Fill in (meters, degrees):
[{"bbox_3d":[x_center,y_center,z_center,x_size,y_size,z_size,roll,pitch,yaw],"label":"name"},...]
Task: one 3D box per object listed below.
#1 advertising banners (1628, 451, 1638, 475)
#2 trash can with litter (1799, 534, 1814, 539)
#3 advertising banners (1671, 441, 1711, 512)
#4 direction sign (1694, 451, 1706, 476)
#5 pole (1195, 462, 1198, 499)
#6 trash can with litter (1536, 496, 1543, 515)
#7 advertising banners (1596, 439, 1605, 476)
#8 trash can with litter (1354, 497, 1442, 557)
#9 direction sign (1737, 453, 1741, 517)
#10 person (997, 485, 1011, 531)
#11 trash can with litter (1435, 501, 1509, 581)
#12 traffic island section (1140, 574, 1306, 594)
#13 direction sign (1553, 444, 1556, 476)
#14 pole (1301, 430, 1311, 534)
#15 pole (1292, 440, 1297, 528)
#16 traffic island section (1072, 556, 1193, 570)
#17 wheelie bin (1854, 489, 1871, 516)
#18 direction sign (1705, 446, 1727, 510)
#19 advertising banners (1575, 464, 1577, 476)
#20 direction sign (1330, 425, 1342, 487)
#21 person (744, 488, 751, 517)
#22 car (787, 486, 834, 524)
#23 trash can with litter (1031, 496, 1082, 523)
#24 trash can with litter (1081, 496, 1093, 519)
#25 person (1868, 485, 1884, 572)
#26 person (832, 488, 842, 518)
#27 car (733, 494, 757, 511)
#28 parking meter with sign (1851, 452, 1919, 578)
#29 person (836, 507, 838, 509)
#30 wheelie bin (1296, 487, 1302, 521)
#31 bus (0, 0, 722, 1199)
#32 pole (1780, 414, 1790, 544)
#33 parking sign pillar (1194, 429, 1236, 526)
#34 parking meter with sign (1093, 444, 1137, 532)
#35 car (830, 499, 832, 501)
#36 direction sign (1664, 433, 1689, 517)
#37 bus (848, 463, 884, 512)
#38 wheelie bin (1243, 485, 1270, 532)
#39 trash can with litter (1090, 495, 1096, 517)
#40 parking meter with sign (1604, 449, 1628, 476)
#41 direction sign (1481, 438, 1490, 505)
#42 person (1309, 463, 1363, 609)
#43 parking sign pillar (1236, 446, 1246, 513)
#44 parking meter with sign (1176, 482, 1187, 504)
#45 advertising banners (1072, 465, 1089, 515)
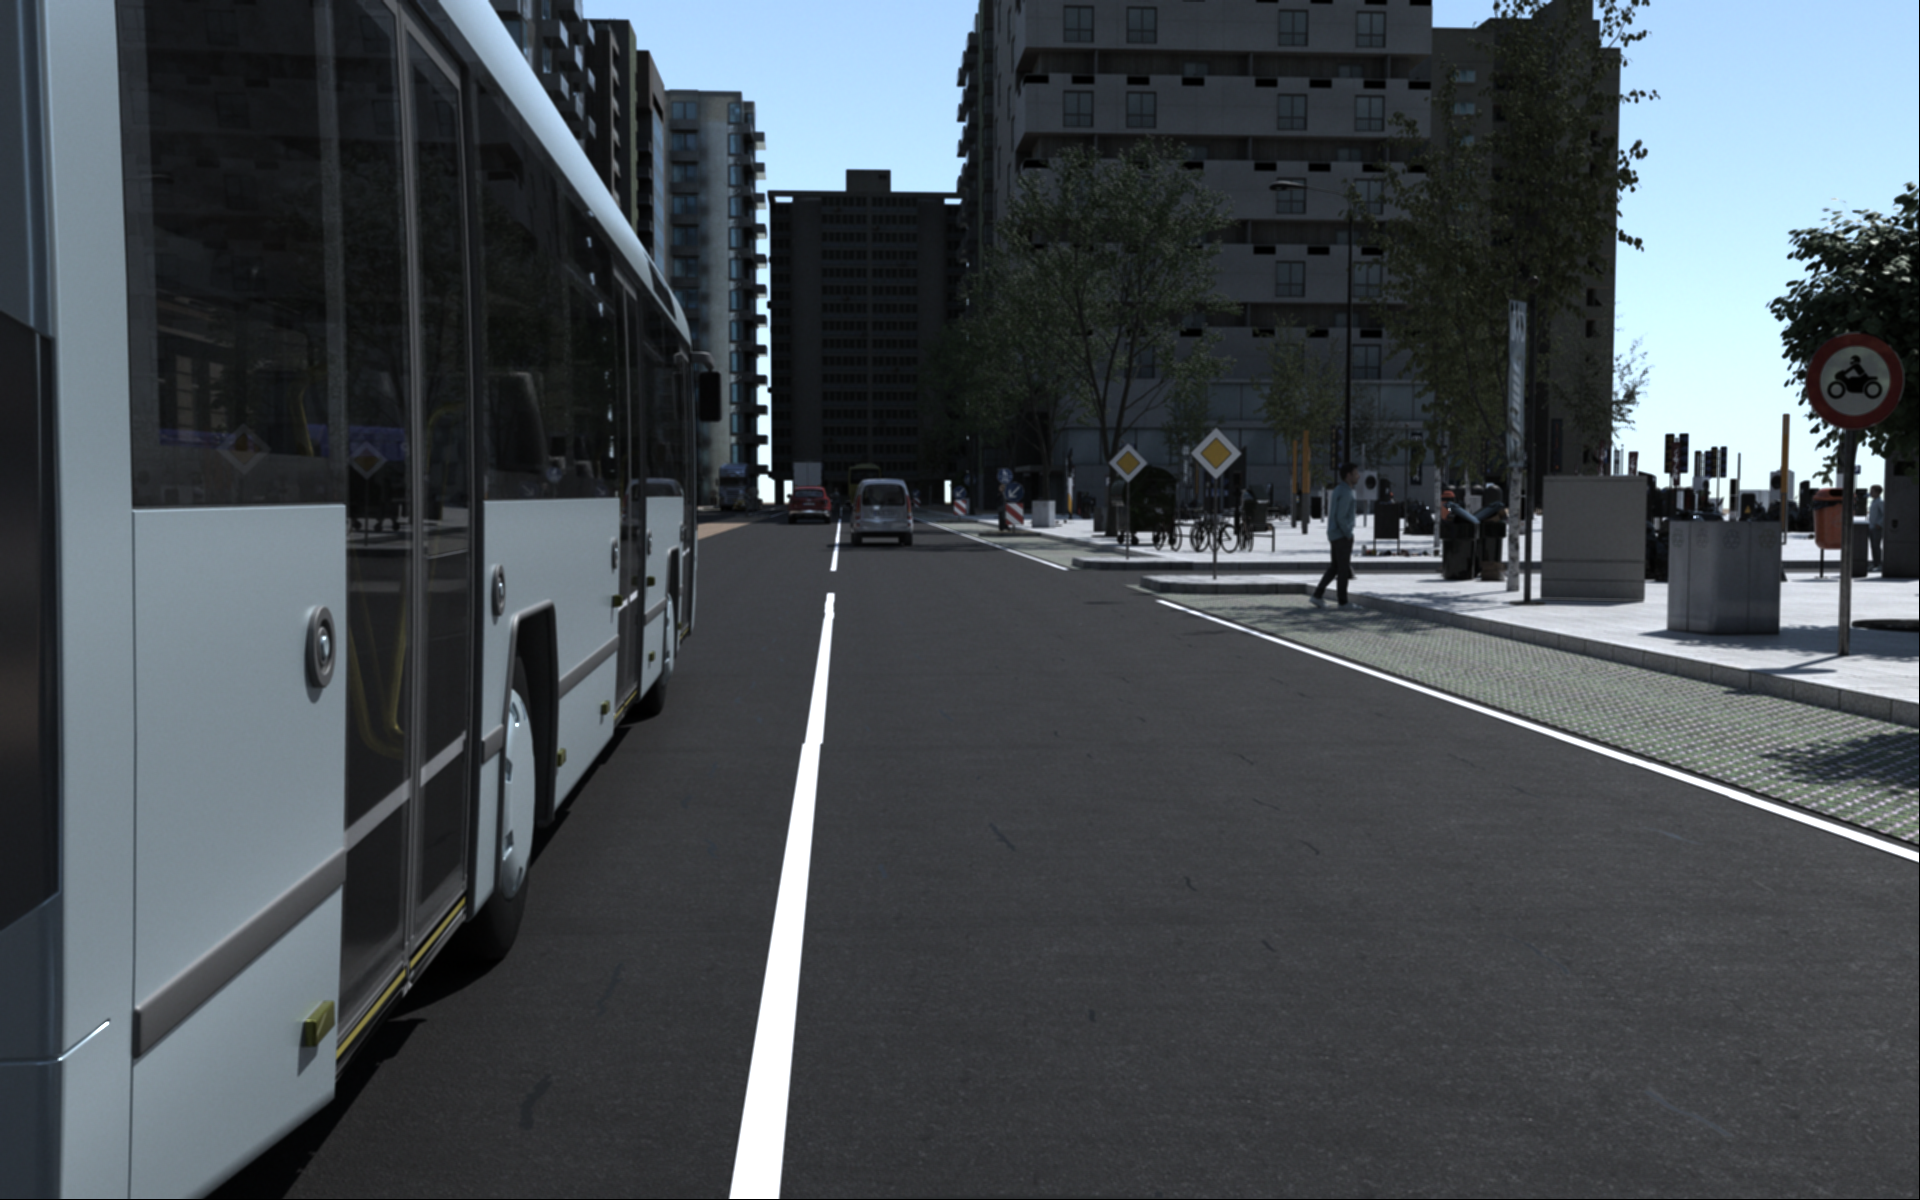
[{"bbox_3d":[27.233,-4.614,71.630,0.090,3.025,2.074,-2,4,-24],"label":"advertising banners"},{"bbox_3d":[24.902,-2.367,49.755,2.233,1.210,1.678,-1,4,-23],"label":"trash can with litter"},{"bbox_3d":[24.071,-3.728,57.143,0.090,3.025,2.074,-1,4,-12],"label":"advertising banners"},{"bbox_3d":[38.810,-6.028,90.552,0.876,3.537,0.379,0,4,-3],"label":"direction sign"},{"bbox_3d":[14.796,-6.998,108.255,0.158,3.312,0.155,0,3,0],"label":"pole"},{"bbox_3d":[35.598,-5.706,104.349,2.233,1.210,1.678,3,4,39],"label":"trash can with litter"},{"bbox_3d":[20.519,-3.583,54.766,0.090,3.025,2.074,0,4,4],"label":"advertising banners"},{"bbox_3d":[9.193,-1.515,35.832,2.233,1.210,1.678,2,4,28],"label":"trash can with litter"},{"bbox_3d":[42.717,-6.301,95.015,0.379,3.537,0.876,2,4,30],"label":"direction sign"},{"bbox_3d":[1.568,-3.286,62.647,0.534,1.772,0.576,-1,4,-13],"label":"person"},{"bbox_3d":[7.702,-0.885,25.860,1.055,1.170,0.624,2,4,34],"label":"trash can with litter"},{"bbox_3d":[3.841,-0.227,25.994,2.009,0.180,2.903,0,4,-4],"label":"traffic island section"},{"bbox_3d":[27.185,-5.338,79.266,0.379,3.537,0.876,1,4,13],"label":"direction sign"},{"bbox_3d":[11.067,-3.771,55.500,0.158,3.312,0.155,0,3,0],"label":"pole"},{"bbox_3d":[12.739,-4.410,65.954,0.158,3.312,0.155,0,3,0],"label":"pole"},{"bbox_3d":[3.303,-0.714,33.961,2.009,0.180,2.903,0,4,-4],"label":"traffic island section"},{"bbox_3d":[52.235,-5.654,100.344,0.980,1.594,0.693,1,4,21],"label":"wheelie bin"},{"bbox_3d":[36.152,-5.540,82.582,0.379,3.537,0.876,-2,4,-27],"label":"direction sign"},{"bbox_3d":[31.850,-5.692,89.251,0.090,3.025,2.074,1,4,12],"label":"advertising banners"},{"bbox_3d":[12.383,-3.979,57.060,0.379,3.537,0.876,2,4,35],"label":"direction sign"},{"bbox_3d":[-12.900,-5.921,105.589,0.573,1.790,0.520,-3,5,-43],"label":"person"},{"bbox_3d":[-7.278,-4.613,84.089,2.281,1.827,5.304,0,4,-4],"label":"car"},{"bbox_3d":[3.994,-3.972,76.007,2.233,1.210,1.678,-1,4,-8],"label":"trash can with litter"},{"bbox_3d":[6.590,-4.775,89.461,0.624,1.170,1.055,0,4,0],"label":"trash can with litter"},{"bbox_3d":[16.973,-1.333,32.098,0.330,1.601,0.589,1,4,14],"label":"person"},{"bbox_3d":[-7.413,-5.867,104.601,0.661,1.801,0.590,-2,4,-28],"label":"person"},{"bbox_3d":[-17.985,-8.257,145.219,2.015,1.641,3.980,0,4,-2],"label":"car"},{"bbox_3d":[14.525,-1.851,26.527,1.738,3.016,0.543,2,4,27],"label":"parking meter with sign"},{"bbox_3d":[-12.110,-9.747,168.394,0.750,1.759,0.617,3,5,43],"label":"person"},{"bbox_3d":[16.197,-4.567,82.578,0.693,1.594,0.980,0,4,8],"label":"wheelie bin"},{"bbox_3d":[-2.884,-0.825,8.341,2.948,3.499,13.247,0,4,-5],"label":"bus"},{"bbox_3d":[20.986,-3.072,44.074,0.158,3.312,0.155,0,3,0],"label":"pole"},{"bbox_3d":[10.355,-5.059,71.179,1.447,3.967,1.447,0,4,-4],"label":"parking sign pillar"},{"bbox_3d":[5.300,-3.869,59.511,0.543,3.016,1.738,3,5,45],"label":"parking meter with sign"},{"bbox_3d":[-10.167,-6.846,123.735,2.131,1.459,4.920,0,4,-5],"label":"car"},{"bbox_3d":[26.791,-4.454,64.820,0.379,3.537,0.876,-3,5,-44],"label":"direction sign"},{"bbox_3d":[-7.508,-8.999,138.680,2.896,3.916,12.252,0,4,-2],"label":"bus"},{"bbox_3d":[10.001,-3.107,58.711,0.980,1.594,0.693,-3,4,-36],"label":"wheelie bin"},{"bbox_3d":[7.187,-5.204,96.150,1.678,1.210,2.233,-2,4,-34],"label":"trash can with litter"},{"bbox_3d":[25.908,-4.364,67.605,1.738,3.016,0.543,-1,4,-10],"label":"parking meter with sign"},{"bbox_3d":[21.268,-4.779,70.132,0.379,3.537,0.876,3,4,38],"label":"direction sign"},{"bbox_3d":[4.688,-0.798,21.568,0.620,1.820,0.660,0,4,-4],"label":"person"},{"bbox_3d":[15.237,-6.575,95.980,1.447,3.967,1.447,-2,4,-33],"label":"parking sign pillar"},{"bbox_3d":[11.719,-6.088,95.792,1.738,3.016,0.543,1,4,16],"label":"parking meter with sign"},{"bbox_3d":[7.238,-6.653,104.969,0.090,3.025,2.074,3,4,37],"label":"advertising banners"}]
